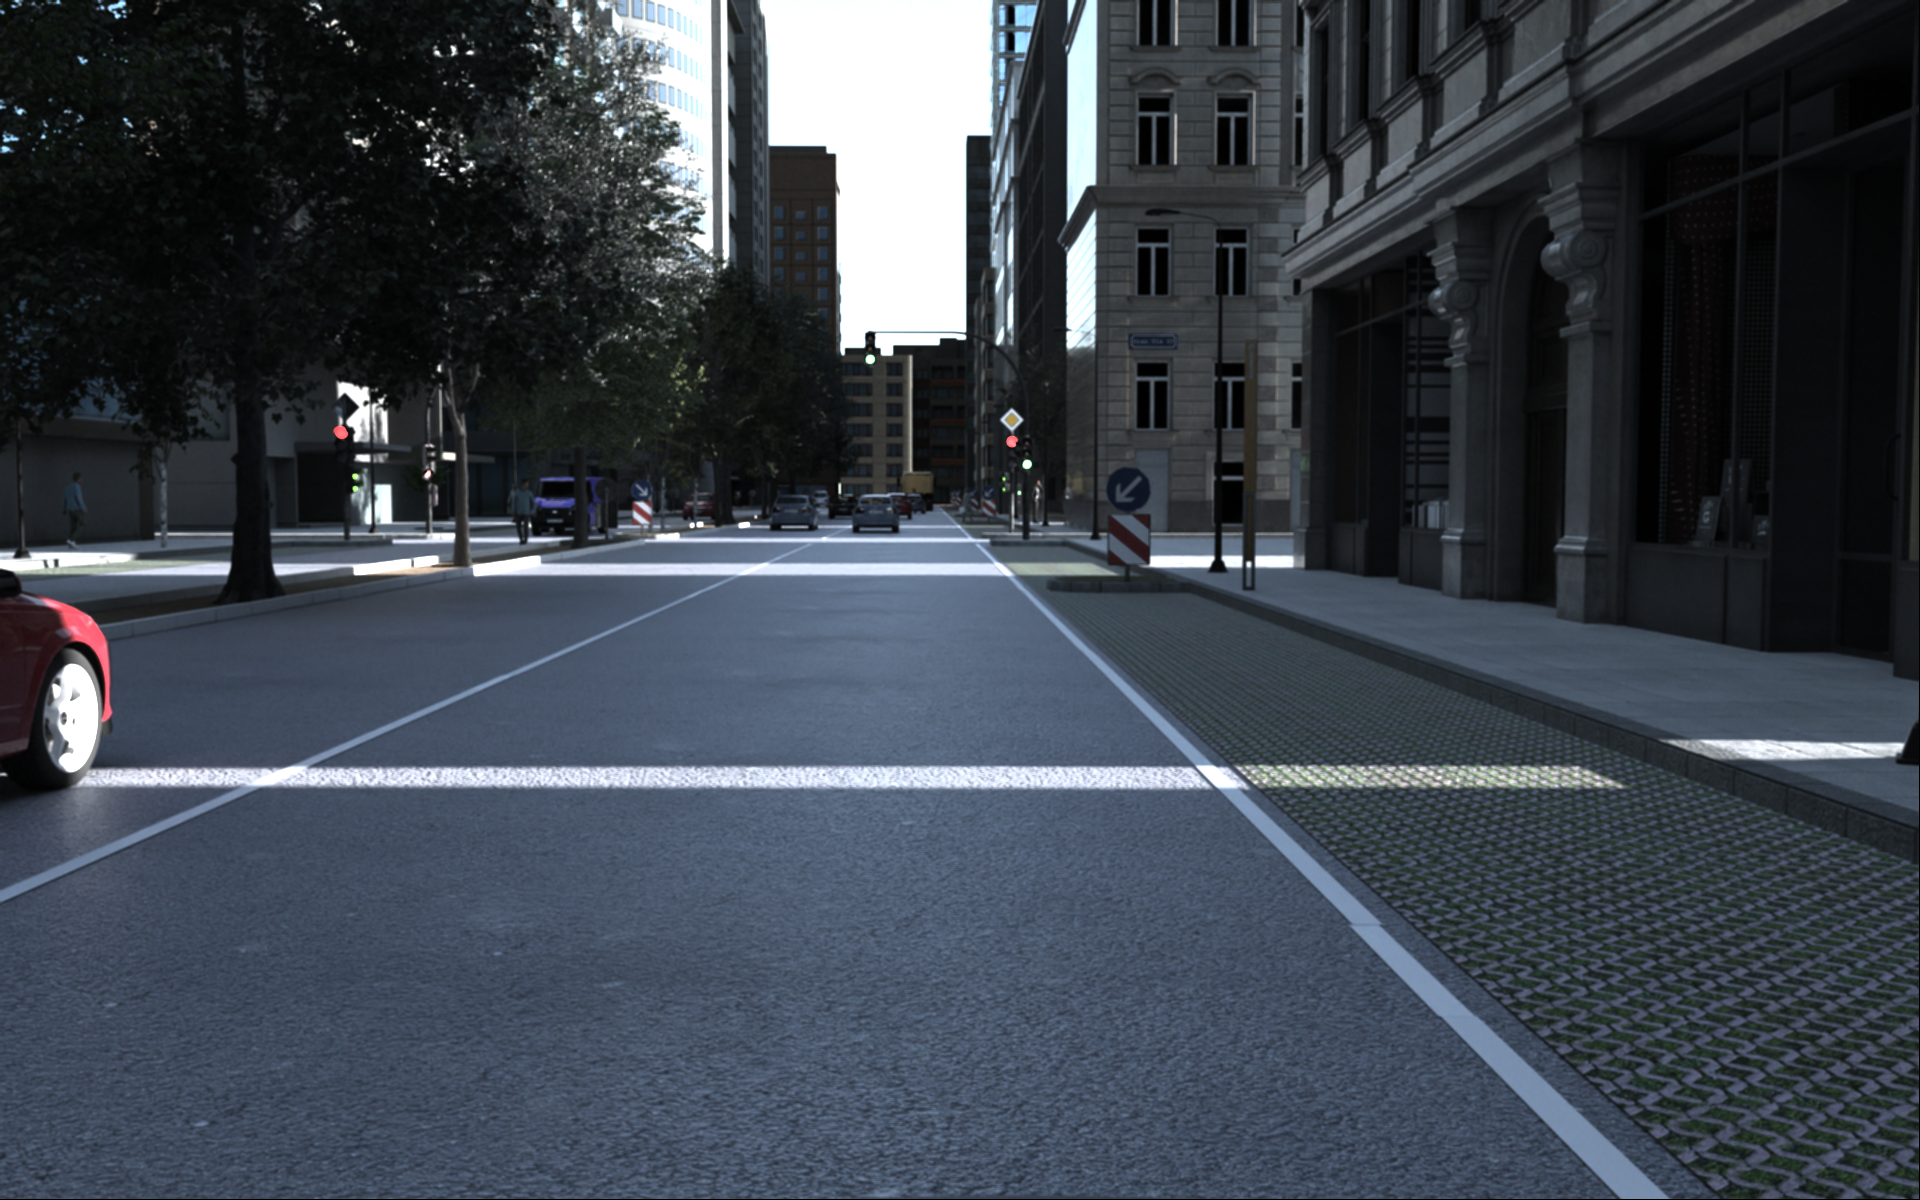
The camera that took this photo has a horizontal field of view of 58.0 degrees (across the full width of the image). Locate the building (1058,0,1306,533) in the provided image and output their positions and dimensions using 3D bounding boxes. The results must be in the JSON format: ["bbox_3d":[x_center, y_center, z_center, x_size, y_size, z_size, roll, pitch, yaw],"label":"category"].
[{"bbox_3d":[16.327,-16.160,61.483,25.104,27.353,12.463,0,4,-1],"label":"building"}]

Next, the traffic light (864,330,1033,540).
[{"bbox_3d":[-0.264,-4.501,48.266,4.771,5.953,1.251,0,4,-1],"label":"traffic light"}]

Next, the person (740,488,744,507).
[{"bbox_3d":[-21.194,-9.909,168.011,0.705,1.831,1.348,0,4,3],"label":"person"}]

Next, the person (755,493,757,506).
[{"bbox_3d":[-21.782,-10.719,184.553,0.557,1.426,1.065,0,4,5],"label":"person"}]

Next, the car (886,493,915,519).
[{"bbox_3d":[-3.669,-5.560,99.941,2.155,1.783,4.494,0,4,-1],"label":"car"}]

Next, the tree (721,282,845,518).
[{"bbox_3d":[-11.345,-11.956,104.592,9.857,13.997,8.962,0,3,0],"label":"tree"}]

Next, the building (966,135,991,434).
[{"bbox_3d":[7.622,-31.606,200.344,14.154,41.232,14.086,0,4,-1],"label":"building"}]

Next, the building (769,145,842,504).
[{"bbox_3d":[-22.482,-34.963,221.759,14.200,45.320,14.600,0,4,-1],"label":"building"}]

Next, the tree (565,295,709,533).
[{"bbox_3d":[-10.246,-6.379,57.121,4.737,8.622,4.395,0,3,0],"label":"tree"}]

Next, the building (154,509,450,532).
[{"bbox_3d":[-35.935,-29.389,69.751,28.713,52.752,27.495,0,4,-1],"label":"building"}]

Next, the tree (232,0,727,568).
[{"bbox_3d":[-9.715,-7.374,33.394,12.009,13.543,11.850,0,3,0],"label":"tree"}]

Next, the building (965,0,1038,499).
[{"bbox_3d":[12.008,-52.836,176.543,22.319,86.520,31.000,0,4,-1],"label":"building"}]

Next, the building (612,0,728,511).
[{"bbox_3d":[-31.415,-36.823,144.060,21.231,58.520,28.212,0,4,-1],"label":"building"}]

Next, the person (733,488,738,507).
[{"bbox_3d":[-21.519,-9.791,166.135,0.705,1.824,1.348,-2,4,-24],"label":"person"}]

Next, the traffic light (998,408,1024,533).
[{"bbox_3d":[1.667,-4.129,56.432,0.839,4.253,0.868,0,4,-1],"label":"traffic light"}]

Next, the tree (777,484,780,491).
[{"bbox_3d":[-22.301,-13.113,208.996,1.663,3.219,1.824,0,3,0],"label":"tree"}]

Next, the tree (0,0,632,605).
[{"bbox_3d":[-9.254,-6.297,22.424,9.611,12.733,9.660,0,3,0],"label":"tree"}]

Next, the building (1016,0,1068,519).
[{"bbox_3d":[10.591,-18.068,88.922,14.314,27.812,24.014,0,4,-1],"label":"building"}]

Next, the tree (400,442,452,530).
[{"bbox_3d":[-19.434,-4.195,63.190,1.663,3.219,1.824,0,3,0],"label":"tree"}]

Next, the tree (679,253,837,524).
[{"bbox_3d":[-11.059,-9.939,81.975,9.611,12.733,9.660,0,3,0],"label":"tree"}]

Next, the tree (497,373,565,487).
[{"bbox_3d":[-21.292,-8.450,88.522,4.737,8.622,4.395,0,3,0],"label":"tree"}]

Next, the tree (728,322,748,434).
[{"bbox_3d":[-10.295,-7.000,67.265,4.360,8.622,3.978,0,3,0],"label":"tree"}]

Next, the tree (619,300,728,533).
[{"bbox_3d":[-10.624,-6.663,61.754,4.360,8.622,3.978,0,3,0],"label":"tree"}]

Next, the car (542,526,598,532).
[{"bbox_3d":[-14.849,-3.317,66.591,2.083,1.381,4.827,0,4,-1],"label":"car"}]

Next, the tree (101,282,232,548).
[{"bbox_3d":[-18.952,-5.569,41.418,4.360,8.622,3.978,0,3,0],"label":"tree"}]

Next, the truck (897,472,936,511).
[{"bbox_3d":[-3.707,-9.444,150.325,3.469,3.379,9.791,0,4,-3],"label":"truck"}]

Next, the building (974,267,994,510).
[{"bbox_3d":[15.415,-18.468,146.985,27.650,21.520,28.899,0,4,-1],"label":"building"}]

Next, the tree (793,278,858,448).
[{"bbox_3d":[-10.601,-11.057,93.606,12.009,13.543,11.850,0,3,0],"label":"tree"}]

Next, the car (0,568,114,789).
[{"bbox_3d":[-5.206,0.116,7.138,2.155,1.783,4.494,0,4,-1],"label":"car"}]

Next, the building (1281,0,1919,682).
[{"bbox_3d":[10.236,-10.841,28.152,10.553,20.767,40.483,0,4,-1],"label":"building"}]

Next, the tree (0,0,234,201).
[{"bbox_3d":[-9.021,-5.162,12.609,9.928,11.665,9.643,0,3,0],"label":"tree"}]

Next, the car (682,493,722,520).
[{"bbox_3d":[-14.354,-5.355,96.600,2.155,1.783,4.494,0,4,-1],"label":"car"}]

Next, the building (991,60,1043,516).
[{"bbox_3d":[8.190,-20.727,116.376,11.434,29.767,29.804,0,4,-1],"label":"building"}]

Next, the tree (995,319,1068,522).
[{"bbox_3d":[3.510,-7.447,72.114,4.360,8.622,3.978,0,3,0],"label":"tree"}]

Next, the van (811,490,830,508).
[{"bbox_3d":[-14.990,-10.952,186.072,2.013,2.044,4.112,0,4,-2],"label":"van"}]

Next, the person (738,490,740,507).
[{"bbox_3d":[-21.836,-10.067,171.580,0.436,1.711,0.756,3,5,40],"label":"person"}]

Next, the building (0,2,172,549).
[{"bbox_3d":[-29.075,-23.868,40.356,14.200,45.320,14.600,0,4,-1],"label":"building"}]

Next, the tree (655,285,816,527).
[{"bbox_3d":[-10.210,-8.346,73.331,8.767,10.594,7.601,0,4,-1],"label":"tree"}]

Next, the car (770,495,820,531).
[{"bbox_3d":[-6.607,-3.490,69.064,2.014,1.417,4.499,0,4,-2],"label":"car"}]

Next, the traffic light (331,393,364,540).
[{"bbox_3d":[-17.032,-3.617,48.060,0.839,4.253,0.868,0,4,-1],"label":"traffic light"}]

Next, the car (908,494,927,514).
[{"bbox_3d":[-3.422,-7.044,127.175,2.014,1.417,4.499,0,4,1],"label":"car"}]

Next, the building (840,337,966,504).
[{"bbox_3d":[-0.764,-23.498,229.225,28.899,21.520,27.650,0,4,-1],"label":"building"}]

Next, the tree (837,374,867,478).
[{"bbox_3d":[-11.078,-11.926,114.453,9.611,12.733,9.660,0,3,0],"label":"tree"}]

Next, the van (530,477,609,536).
[{"bbox_3d":[-13.810,-3.490,61.445,2.240,2.365,5.245,0,4,-1],"label":"van"}]

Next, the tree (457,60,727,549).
[{"bbox_3d":[-10.033,-7.631,45.356,7.486,12.596,7.792,0,3,0],"label":"tree"}]

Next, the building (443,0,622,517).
[{"bbox_3d":[-33.348,-29.799,106.829,23.786,49.044,30.456,0,4,-1],"label":"building"}]

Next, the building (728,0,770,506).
[{"bbox_3d":[-32.524,-46.301,195.277,20.611,71.187,20.563,0,4,-1],"label":"building"}]

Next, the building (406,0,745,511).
[{"bbox_3d":[-36.805,-35.639,171.936,28.713,52.752,27.495,0,4,-1],"label":"building"}]

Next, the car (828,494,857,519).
[{"bbox_3d":[-6.741,-5.577,100.969,2.009,1.686,4.222,0,4,-1],"label":"car"}]

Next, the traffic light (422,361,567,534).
[{"bbox_3d":[-15.101,-4.982,56.120,4.771,5.953,1.251,0,4,-1],"label":"traffic light"}]

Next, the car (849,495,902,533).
[{"bbox_3d":[-3.193,-3.276,65.570,2.014,1.417,4.499,0,4,-3],"label":"car"}]
